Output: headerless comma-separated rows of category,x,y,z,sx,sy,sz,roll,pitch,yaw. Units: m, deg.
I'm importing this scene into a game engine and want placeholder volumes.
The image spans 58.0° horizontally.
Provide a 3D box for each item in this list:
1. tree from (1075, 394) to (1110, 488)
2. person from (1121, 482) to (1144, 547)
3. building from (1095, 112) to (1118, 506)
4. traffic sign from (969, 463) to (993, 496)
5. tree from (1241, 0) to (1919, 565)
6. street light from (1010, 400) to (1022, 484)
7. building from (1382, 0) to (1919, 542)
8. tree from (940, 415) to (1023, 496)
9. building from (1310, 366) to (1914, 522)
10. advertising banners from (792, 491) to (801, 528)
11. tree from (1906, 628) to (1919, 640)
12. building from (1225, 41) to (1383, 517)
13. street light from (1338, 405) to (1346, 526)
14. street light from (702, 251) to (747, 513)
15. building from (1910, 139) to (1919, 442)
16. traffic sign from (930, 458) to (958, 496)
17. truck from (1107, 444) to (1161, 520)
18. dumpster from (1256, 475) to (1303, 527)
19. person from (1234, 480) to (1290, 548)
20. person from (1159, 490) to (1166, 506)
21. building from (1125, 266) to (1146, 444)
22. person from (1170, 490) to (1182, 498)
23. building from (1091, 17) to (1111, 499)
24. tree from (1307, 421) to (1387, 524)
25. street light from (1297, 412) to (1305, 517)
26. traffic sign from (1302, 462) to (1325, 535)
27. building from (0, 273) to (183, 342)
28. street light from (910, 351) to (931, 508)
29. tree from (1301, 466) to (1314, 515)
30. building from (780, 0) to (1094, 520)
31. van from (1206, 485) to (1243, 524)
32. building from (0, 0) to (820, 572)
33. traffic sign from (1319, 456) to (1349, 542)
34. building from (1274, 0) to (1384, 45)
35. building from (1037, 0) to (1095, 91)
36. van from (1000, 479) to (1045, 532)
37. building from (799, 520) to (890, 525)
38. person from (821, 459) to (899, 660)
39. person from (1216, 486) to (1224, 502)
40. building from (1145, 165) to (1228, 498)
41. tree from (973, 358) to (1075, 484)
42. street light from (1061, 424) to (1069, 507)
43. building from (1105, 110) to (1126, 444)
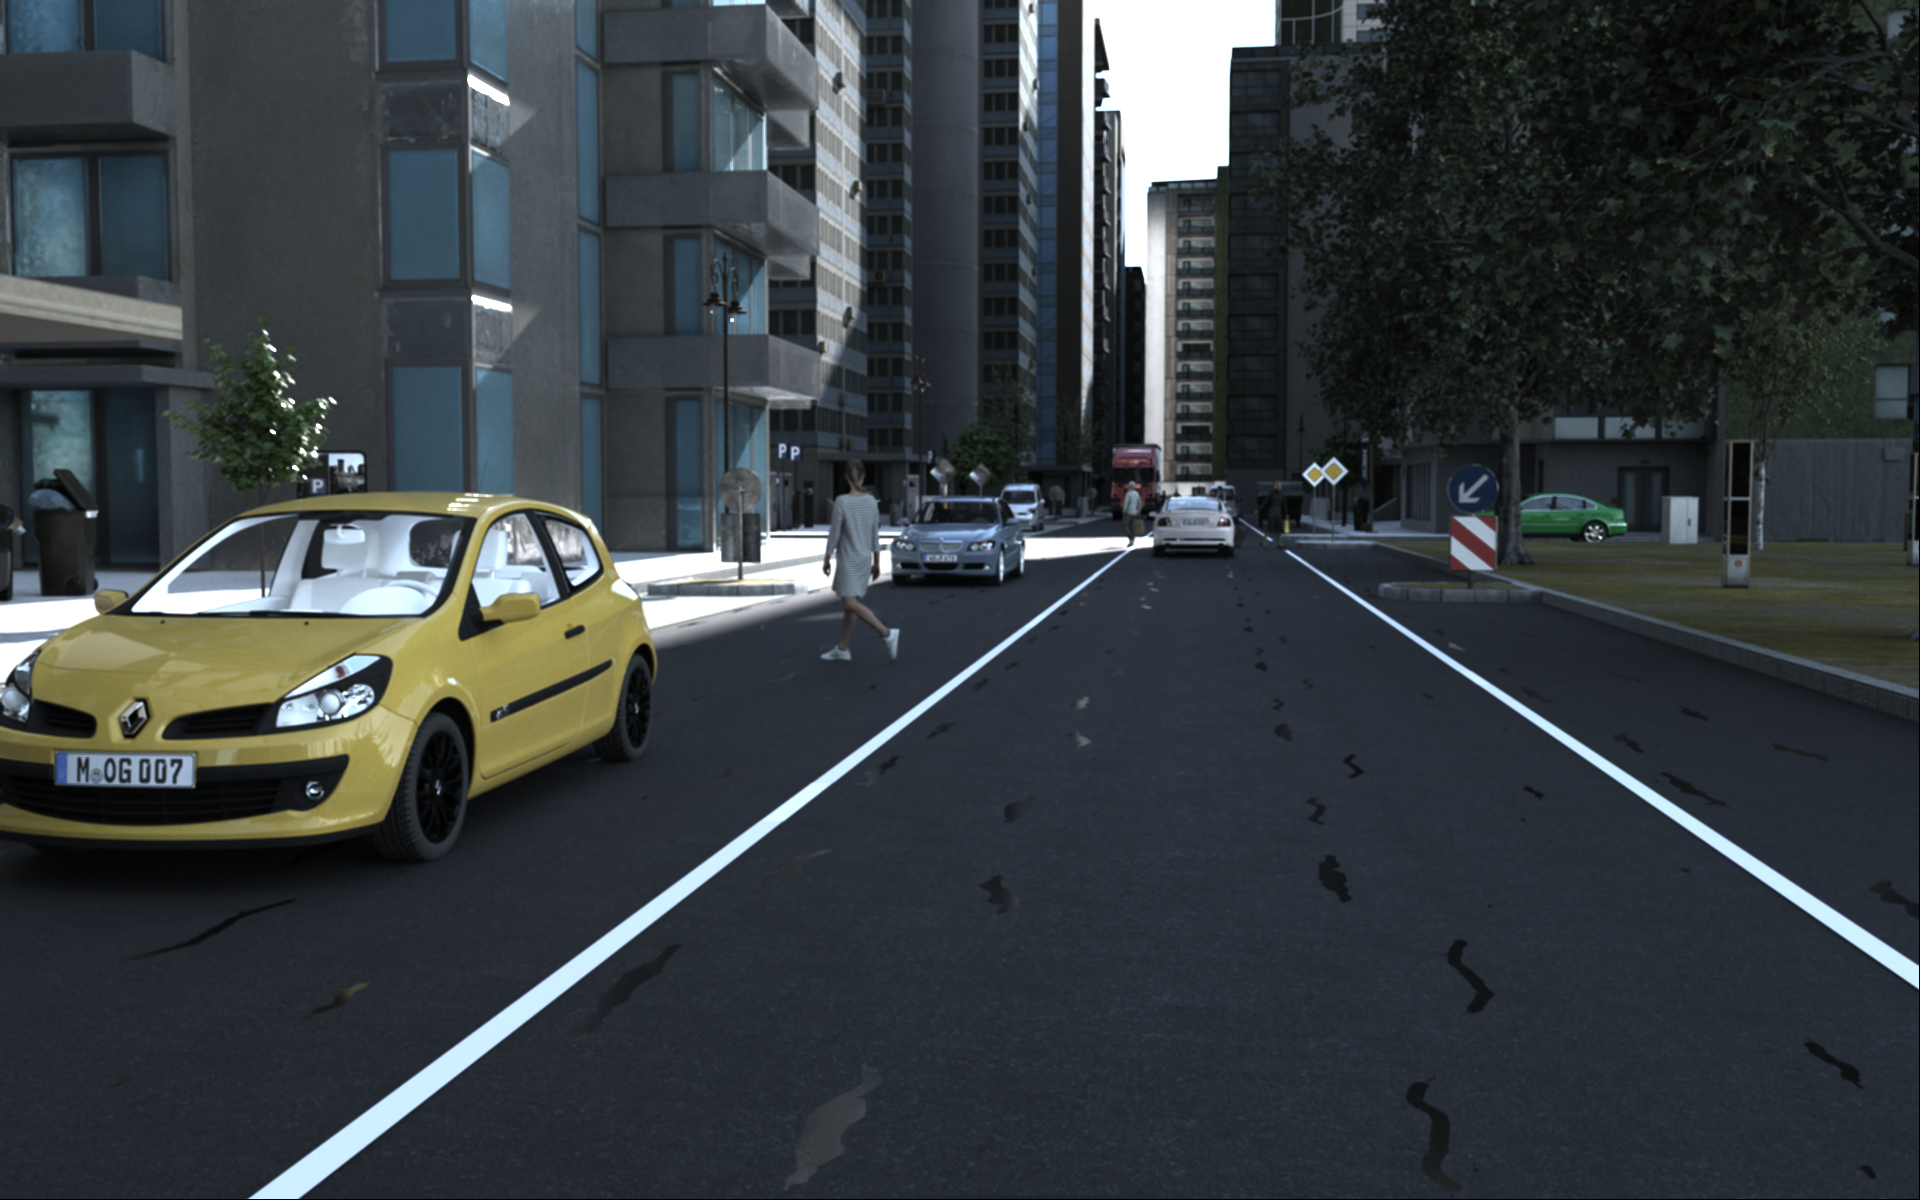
tree,8.481,-10.723,125.675,4.737,8.622,4.395,0,3,0
person,4.762,-2.350,47.401,0.515,1.767,0.782,3,5,44
building,9.018,-30.436,181.225,14.154,41.232,14.086,0,4,8
traffic sign,0.669,-3.175,55.546,0.795,2.450,0.064,0,4,8
tree,10.034,-7.005,31.542,9.611,12.733,9.660,0,3,0
street light,2.780,-6.888,85.414,0.468,5.910,1.993,0,4,8
building,21.646,-22.820,56.703,14.086,41.232,14.154,0,4,8
tree,0.988,-5.718,77.207,4.285,4.588,4.351,0,3,0
building,34.388,-24.092,85.788,32.217,40.220,23.993,0,4,8
advertising banners,-6.912,-4.239,65.491,2.074,3.025,0.090,2,4,27
tree,9.033,-5.983,14.825,9.611,12.733,9.660,0,3,0
building,24.785,-20.987,114.833,14.160,30.474,14.107,0,4,8
street light,15.220,-5.856,68.539,0.468,5.910,1.993,0,4,8
street light,-4.471,-3.691,33.133,0.468,5.910,1.993,0,4,8
building,51.477,-28.902,61.781,27.495,52.752,28.713,0,4,8
traffic sign,-0.439,-2.691,47.637,0.795,2.450,0.064,0,4,8
truck,10.095,-6.733,99.002,2.839,4.237,11.283,1,4,8
dumpster,13.773,-4.267,74.720,1.985,2.255,1.502,0,4,8
person,7.996,-2.275,45.906,1.509,1.804,0.699,2,4,29
person,17.265,-8.465,147.625,0.721,1.743,1.217,-1,4,-22
building,16.474,-27.455,220.596,14.107,30.474,14.160,0,4,8
person,19.356,-8.949,154.906,1.350,1.814,0.705,0,4,-1
building,2.346,-30.877,159.455,22.147,44.769,28.867,0,4,8
tree,16.842,-5.602,75.311,4.285,4.588,4.351,0,3,0
street light,19.281,-7.656,97.961,0.468,5.910,1.993,0,4,8
traffic sign,11.059,-3.085,54.075,0.795,2.450,0.064,0,4,8
building,-22.748,-25.361,3.884,28.713,52.752,27.495,0,4,8
street light,-1.277,-5.089,55.991,0.468,5.910,1.993,0,4,8
tree,21.154,-6.705,104.221,1.663,3.219,1.824,0,3,0
building,-7.939,-25.567,109.896,32.217,40.220,23.993,0,4,8
van,12.815,-4.751,84.682,2.013,2.044,4.112,1,4,9
building,-19.143,-25.610,38.333,30.456,49.044,23.786,0,4,8
traffic sign,9.951,-2.601,46.167,0.795,2.450,0.064,0,4,8
building,42.913,-46.017,190.623,20.563,71.187,20.611,0,4,8
building,3.267,-29.816,137.607,14.600,45.320,14.200,0,4,8
van,2.315,-3.646,66.626,2.013,2.044,4.112,0,4,7
building,-17.444,-23.676,78.979,32.217,40.220,23.993,0,4,8
person,-0.853,-0.342,14.835,0.760,1.731,0.466,1,4,18
person,12.184,-4.422,80.830,0.654,1.822,0.581,1,4,9
building,30.430,-32.703,218.290,14.086,41.232,14.154,0,4,8
tree,2.769,-8.696,92.549,4.737,8.622,4.395,0,3,0
street light,7.011,-8.702,115.067,0.468,5.910,1.993,0,4,8
building,11.577,-33.579,199.124,14.200,45.320,14.600,0,4,8
